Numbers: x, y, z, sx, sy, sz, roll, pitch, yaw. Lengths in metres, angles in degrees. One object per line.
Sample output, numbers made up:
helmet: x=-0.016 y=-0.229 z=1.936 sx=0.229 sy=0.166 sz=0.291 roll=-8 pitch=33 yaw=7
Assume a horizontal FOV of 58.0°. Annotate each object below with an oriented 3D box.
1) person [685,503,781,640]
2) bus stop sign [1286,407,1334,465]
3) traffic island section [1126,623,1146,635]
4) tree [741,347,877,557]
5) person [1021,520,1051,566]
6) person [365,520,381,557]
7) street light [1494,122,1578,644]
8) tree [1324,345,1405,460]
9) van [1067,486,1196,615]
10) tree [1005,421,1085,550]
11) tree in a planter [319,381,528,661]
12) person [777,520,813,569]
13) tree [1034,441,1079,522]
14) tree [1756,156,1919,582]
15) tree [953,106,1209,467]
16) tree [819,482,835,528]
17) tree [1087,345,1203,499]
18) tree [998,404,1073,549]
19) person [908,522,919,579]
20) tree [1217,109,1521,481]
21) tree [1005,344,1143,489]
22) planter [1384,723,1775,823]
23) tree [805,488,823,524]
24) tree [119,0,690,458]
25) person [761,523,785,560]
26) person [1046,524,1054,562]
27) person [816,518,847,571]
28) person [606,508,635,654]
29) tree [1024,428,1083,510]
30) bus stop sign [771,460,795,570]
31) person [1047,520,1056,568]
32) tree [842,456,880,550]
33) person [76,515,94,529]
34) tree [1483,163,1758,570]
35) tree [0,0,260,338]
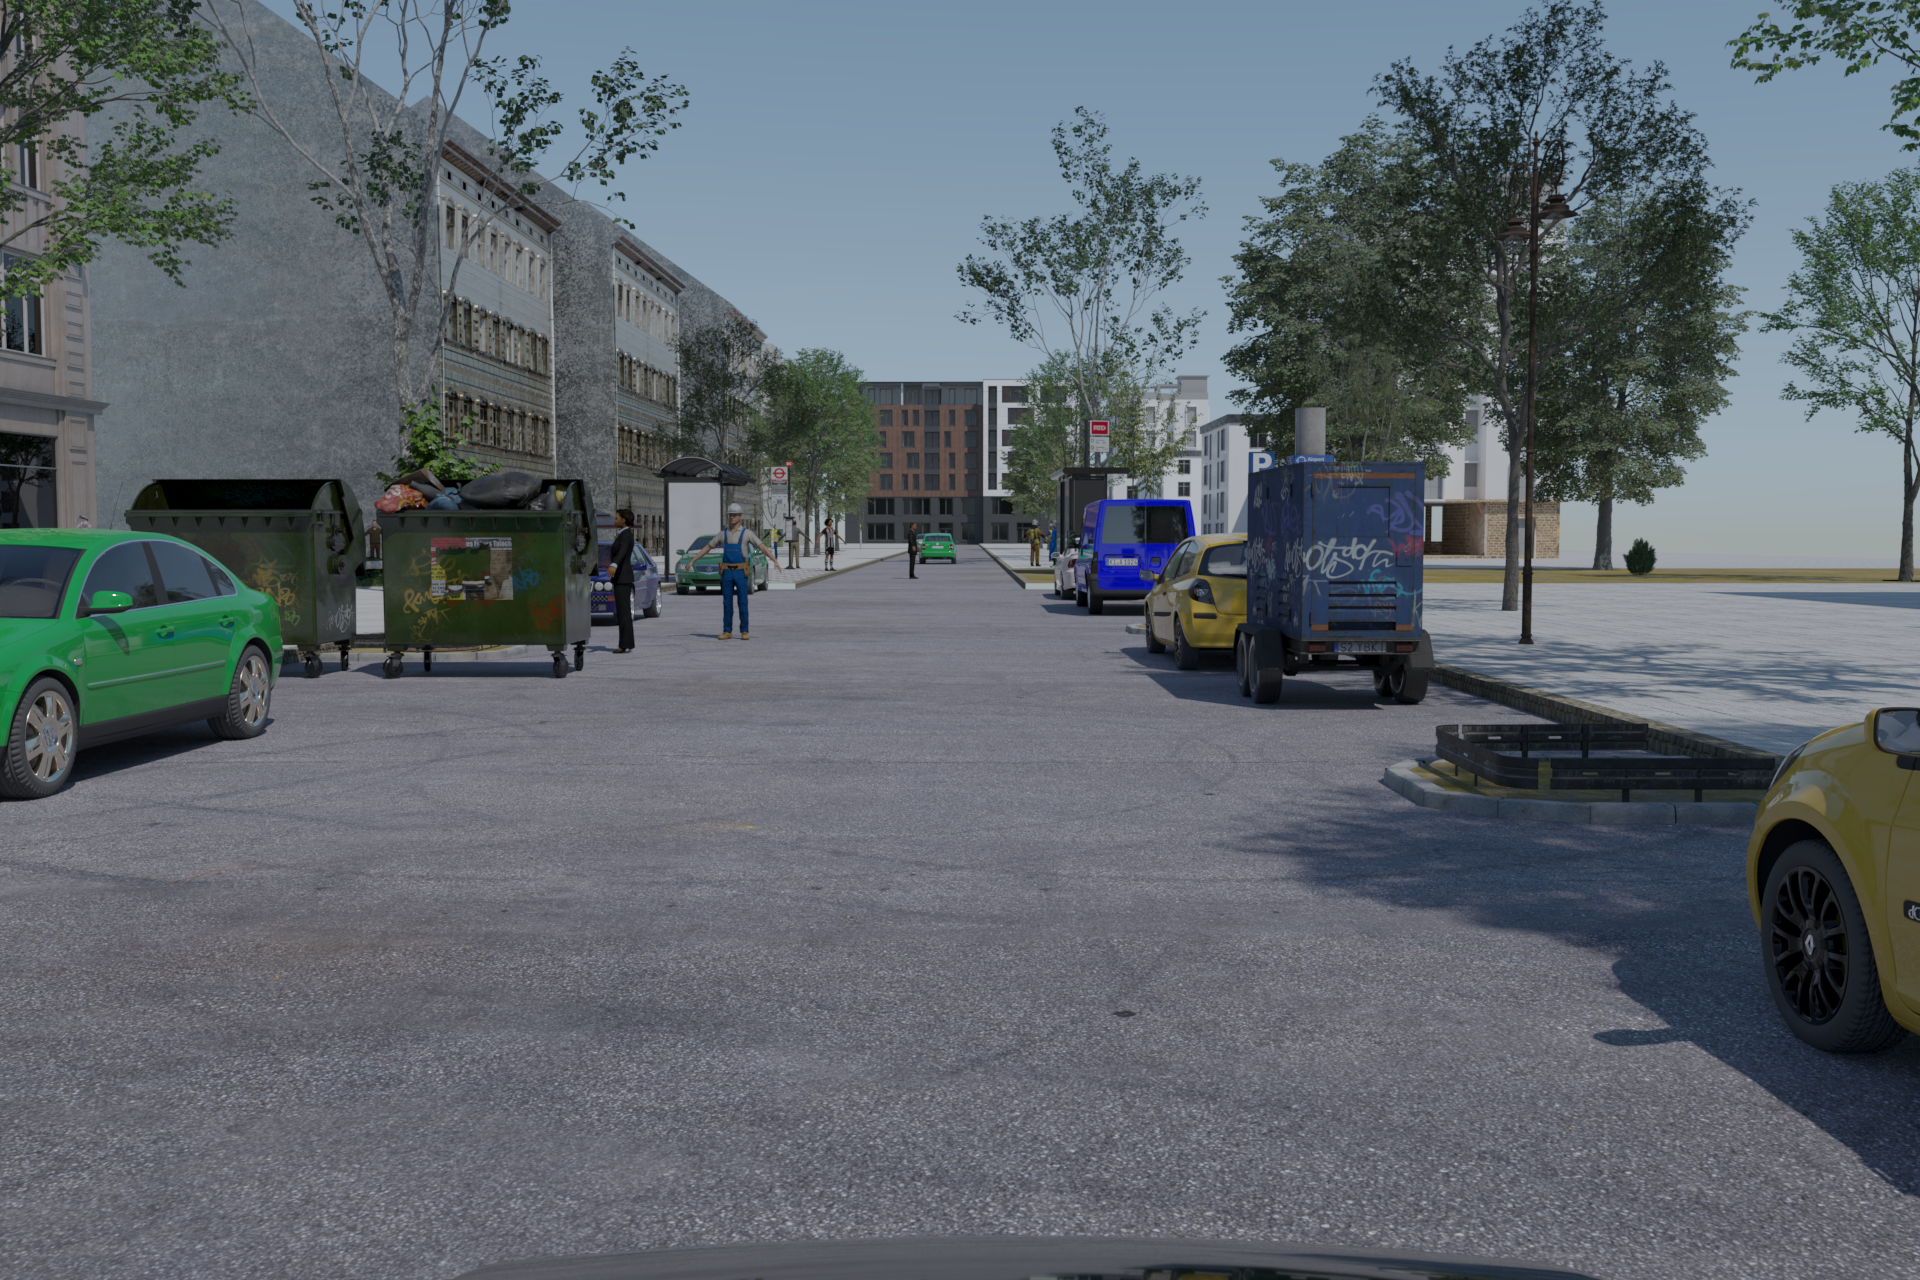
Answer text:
person: x=-3.059 y=-0.930 z=23.513 sx=1.347 sy=1.847 sz=0.705 roll=1 pitch=4 yaw=9
bus stop sign: x=7.336 y=-2.895 z=36.349 sx=0.837 sy=3.901 sz=0.837 roll=0 pitch=3 yaw=0
traffic island section: x=3.448 y=-0.149 z=25.300 sx=1.991 sy=0.108 sz=1.994 roll=0 pitch=4 yaw=0
tree: x=-8.276 y=-10.363 z=95.187 sx=9.928 sy=11.665 sz=9.643 roll=0 pitch=3 yaw=0
person: x=2.988 y=-3.849 z=68.695 sx=1.354 sy=1.858 sz=0.705 roll=2 pitch=4 yaw=32
person: x=-22.241 y=-3.652 z=65.846 sx=1.346 sy=1.812 sz=0.704 roll=-1 pitch=4 yaw=-21
street light: x=6.606 y=-2.889 z=20.029 sx=0.468 sy=5.910 sz=1.993 roll=0 pitch=3 yaw=0
tree: x=14.422 y=-6.785 z=61.297 sx=4.360 sy=8.622 sz=3.978 roll=0 pitch=3 yaw=0
van: x=3.222 y=-1.720 z=32.501 sx=2.240 sy=2.365 sz=5.245 roll=0 pitch=3 yaw=0
tree: x=7.292 y=-12.416 z=137.421 sx=8.767 sy=10.594 sz=7.601 roll=3 pitch=5 yaw=45
tree in a planter: x=-6.221 y=-1.416 z=20.378 sx=1.991 sy=3.239 sz=1.994 roll=0 pitch=4 yaw=1
person: x=-6.122 y=-3.535 z=64.073 sx=1.348 sy=1.796 sz=0.705 roll=0 pitch=4 yaw=4
tree: x=6.816 y=-10.801 z=126.966 sx=4.360 sy=8.622 sz=3.978 roll=0 pitch=3 yaw=0
tree: x=25.697 y=-7.376 z=46.348 sx=9.928 sy=11.665 sz=9.643 roll=0 pitch=3 yaw=0
tree: x=5.380 y=-13.691 z=79.730 sx=12.611 sy=20.169 sz=13.585 roll=0 pitch=3 yaw=0
tree: x=-17.728 y=-17.911 z=243.199 sx=4.360 sy=8.622 sz=3.978 roll=0 pitch=3 yaw=0
tree: x=7.144 y=-7.208 z=68.217 sx=4.737 sy=8.622 sz=4.395 roll=0 pitch=3 yaw=0
tree: x=6.737 y=-14.271 z=151.455 sx=7.486 sy=12.596 sz=7.792 roll=0 pitch=3 yaw=0
person: x=-1.491 y=-2.861 z=55.455 sx=0.704 sy=1.802 sz=1.346 roll=0 pitch=4 yaw=3
tree: x=12.035 y=-8.891 z=52.019 sx=9.857 sy=13.997 sz=8.962 roll=0 pitch=3 yaw=0
tree: x=6.278 y=-10.363 z=95.186 sx=9.928 sy=11.665 sz=9.643 roll=0 pitch=3 yaw=0
planter: x=3.426 y=0.708 z=9.557 sx=1.991 sy=0.319 sz=1.994 roll=0 pitch=4 yaw=0
tree: x=-22.214 y=-19.464 z=236.364 sx=7.486 sy=12.596 sz=7.792 roll=0 pitch=3 yaw=0
tree: x=-11.589 y=-10.964 z=35.151 sx=12.611 sy=20.169 sz=13.585 roll=0 pitch=3 yaw=0
person: x=-9.119 y=-4.817 z=84.727 sx=1.349 sy=1.833 sz=0.705 roll=2 pitch=4 yaw=23
person: x=4.323 y=-4.500 z=80.031 sx=0.721 sy=1.772 sz=1.216 roll=3 pitch=5 yaw=40
person: x=-4.506 y=-3.292 z=59.972 sx=1.345 sy=1.843 sz=0.704 roll=-3 pitch=5 yaw=-45
person: x=-4.131 y=-0.715 z=20.864 sx=0.721 sy=1.740 sz=1.216 roll=0 pitch=4 yaw=-6
tree: x=6.486 y=-9.996 z=113.792 sx=4.737 sy=8.622 sz=4.395 roll=0 pitch=3 yaw=0
bus stop sign: x=-6.397 y=-4.528 z=62.740 sx=0.855 sy=3.939 sz=0.416 roll=0 pitch=4 yaw=1
person: x=3.610 y=-3.674 z=66.192 sx=0.704 sy=1.817 sz=1.347 roll=-1 pitch=4 yaw=-14
tree: x=-7.926 y=-11.717 z=141.930 sx=4.360 sy=8.622 sz=3.978 roll=0 pitch=3 yaw=0
person: x=-21.466 y=-2.184 z=42.418 sx=0.621 sy=1.740 sz=0.551 roll=0 pitch=4 yaw=-3
tree: x=22.843 y=-9.457 z=61.276 sx=9.857 sy=13.997 sz=8.962 roll=0 pitch=3 yaw=0
tree: x=-12.449 y=-5.801 z=20.603 sx=9.928 sy=11.665 sz=9.643 roll=0 pitch=3 yaw=0
